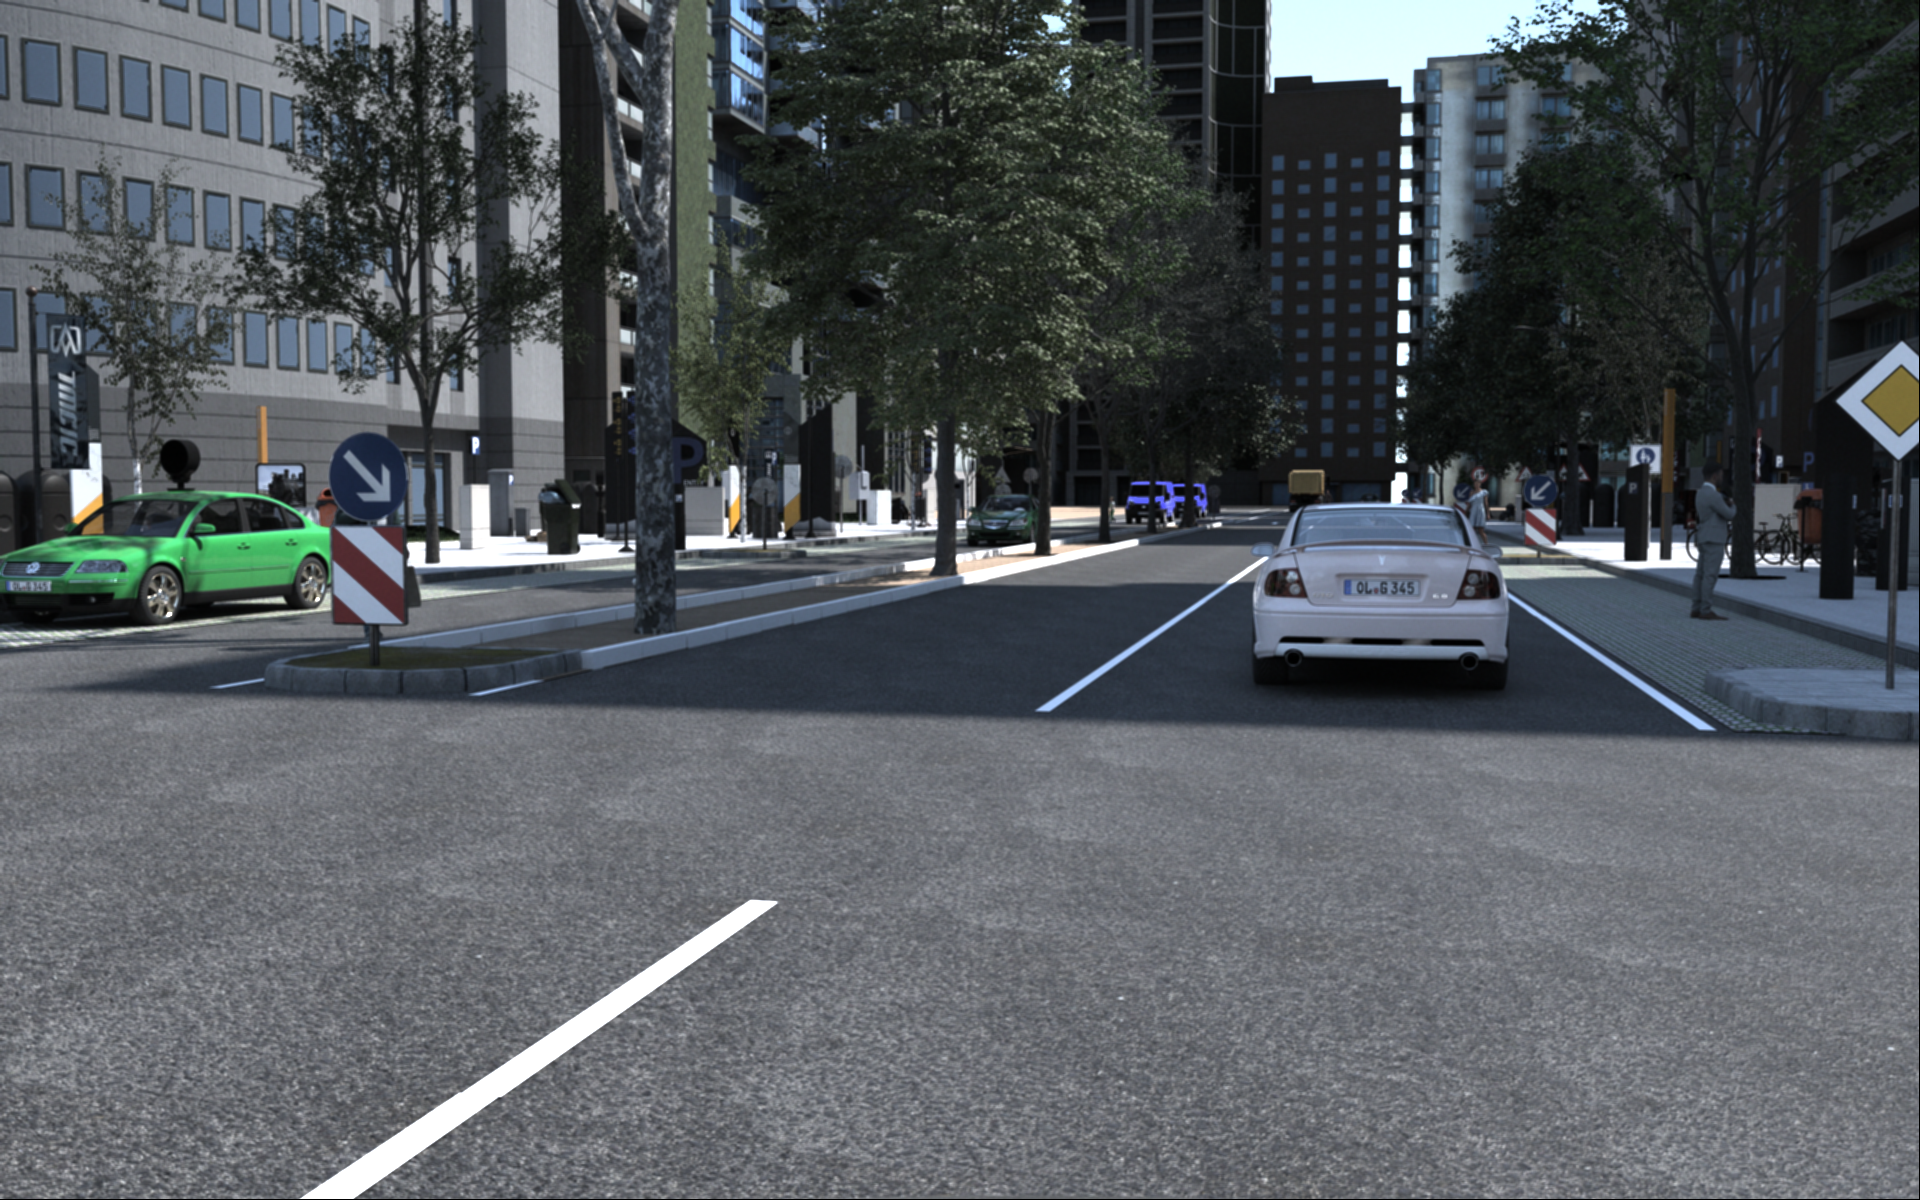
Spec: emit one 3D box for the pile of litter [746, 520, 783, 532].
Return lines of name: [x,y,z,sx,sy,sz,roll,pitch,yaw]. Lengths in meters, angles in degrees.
pile of litter: [-6.688,-2.706,58.211,1.719,0.858,1.176,-2,4,-29]

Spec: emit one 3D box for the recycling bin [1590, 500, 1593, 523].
recycling bin: [27.188,-3.865,75.753,0.722,1.027,0.722,-2,4,-28]

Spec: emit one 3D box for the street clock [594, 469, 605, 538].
street clock: [-10.524,-2.821,50.694,0.358,2.002,0.471,-1,4,-9]

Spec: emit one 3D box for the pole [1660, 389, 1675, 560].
pole: [13.748,-2.435,33.649,0.158,3.312,0.155,0,3,0]

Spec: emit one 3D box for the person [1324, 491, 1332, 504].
person: [34.023,-9.250,160.287,0.990,1.755,0.434,3,4,38]

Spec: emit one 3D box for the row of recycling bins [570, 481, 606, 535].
row of recycling bins: [-12.145,-3.017,56.442,1.069,1.692,3.534,-2,4,-24]

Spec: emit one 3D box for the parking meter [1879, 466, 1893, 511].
parking meter: [19.638,-1.887,36.562,0.399,1.863,0.255,2,4,26]

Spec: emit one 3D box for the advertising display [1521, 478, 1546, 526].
advertising display: [23.302,-3.984,70.350,0.974,1.923,0.123,0,4,-3]

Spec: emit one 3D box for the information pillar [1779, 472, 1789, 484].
information pillar: [26.993,-3.198,56.782,0.304,2.012,0.304,2,4,27]

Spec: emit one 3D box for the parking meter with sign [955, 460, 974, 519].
parking meter with sign: [-0.162,-5.693,89.349,1.738,3.016,0.543,-1,4,-20]

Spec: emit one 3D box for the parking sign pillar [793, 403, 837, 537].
parking sign pillar: [-4.408,-3.872,51.786,1.447,3.967,1.447,1,4,13]

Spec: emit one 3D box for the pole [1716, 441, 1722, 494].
pole: [29.028,-4.431,66.289,0.158,3.312,0.155,0,3,0]

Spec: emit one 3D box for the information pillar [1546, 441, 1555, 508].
information pillar: [20.599,-4.226,60.447,0.183,3.616,0.504,3,5,44]

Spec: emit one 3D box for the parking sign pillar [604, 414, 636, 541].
parking sign pillar: [-9.235,-3.666,48.410,1.447,3.967,1.447,0,4,1]

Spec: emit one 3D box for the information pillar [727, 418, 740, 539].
information pillar: [-6.555,-3.595,50.138,0.183,3.616,0.504,2,4,26]

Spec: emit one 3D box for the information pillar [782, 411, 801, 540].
information pillar: [-4.731,-3.503,48.635,0.504,3.616,0.183,1,4,18]

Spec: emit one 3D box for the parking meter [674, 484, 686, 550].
parking meter: [-6.478,-1.912,39.666,0.372,1.533,0.369,0,3,0]

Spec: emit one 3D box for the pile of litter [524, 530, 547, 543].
pile of litter: [-11.119,-1.989,46.485,1.176,0.858,1.719,0,4,-3]

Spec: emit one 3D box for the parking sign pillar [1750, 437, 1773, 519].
parking sign pillar: [32.193,-5.001,70.238,1.447,3.967,1.447,3,5,43]

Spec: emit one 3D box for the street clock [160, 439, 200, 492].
street clock: [-10.385,-1.134,23.108,0.471,2.002,0.358,1,4,18]

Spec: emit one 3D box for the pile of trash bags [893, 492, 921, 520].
pile of trash bags: [-2.380,-4.656,85.882,1.912,1.369,3.447,1,4,13]

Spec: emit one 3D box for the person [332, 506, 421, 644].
person: [-5.453,-0.476,16.264,0.794,1.824,0.713,-2,4,-35]

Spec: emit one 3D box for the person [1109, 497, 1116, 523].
person: [7.513,-4.442,85.373,0.306,1.304,0.590,3,5,41]

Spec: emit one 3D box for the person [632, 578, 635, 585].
person: [-4.557,-1.002,25.554,0.598,1.740,0.731,-2,4,-31]

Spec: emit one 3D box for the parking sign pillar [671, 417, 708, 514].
parking sign pillar: [-9.338,-4.346,59.522,1.447,3.967,1.447,-1,4,-15]

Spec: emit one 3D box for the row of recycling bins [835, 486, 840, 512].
row of recycling bins: [-6.274,-4.728,84.422,1.069,1.692,3.534,0,4,-2]

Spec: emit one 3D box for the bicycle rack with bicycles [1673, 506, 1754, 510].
bicycle rack with bicycles: [18.456,-1.691,41.031,2.852,0.926,2.925,2,4,29]

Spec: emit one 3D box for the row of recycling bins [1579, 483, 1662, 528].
row of recycling bins: [25.284,-3.642,66.662,3.534,1.692,1.069,1,4,22]

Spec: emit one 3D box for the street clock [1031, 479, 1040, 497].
street clock: [3.625,-4.789,82.871,0.471,2.002,0.358,0,4,7]

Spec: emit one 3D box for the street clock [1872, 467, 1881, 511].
street clock: [24.355,-2.536,46.033,0.358,2.002,0.471,-1,4,-17]

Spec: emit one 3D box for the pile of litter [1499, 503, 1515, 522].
pile of litter: [26.651,-4.235,83.210,1.719,0.858,1.176,-1,4,-9]

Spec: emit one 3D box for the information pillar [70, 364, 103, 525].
information pillar: [-14.143,-2.240,27.984,0.183,3.616,0.504,3,4,39]

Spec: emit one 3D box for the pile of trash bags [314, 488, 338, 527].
pile of trash bags: [-11.247,-1.076,27.352,3.447,1.369,1.912,0,4,-1]

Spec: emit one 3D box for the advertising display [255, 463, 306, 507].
advertising display: [-14.188,-1.896,36.218,0.974,1.923,0.123,-1,4,-14]

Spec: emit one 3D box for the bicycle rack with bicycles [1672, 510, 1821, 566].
bicycle rack with bicycles: [15.275,-1.133,31.902,2.852,0.926,2.925,-1,4,-13]

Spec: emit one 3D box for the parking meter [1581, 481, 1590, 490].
parking meter: [26.609,-4.164,73.786,0.399,1.863,0.255,-1,4,-11]

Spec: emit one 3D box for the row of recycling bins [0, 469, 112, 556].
row of recycling bins: [-15.349,-1.288,28.164,1.069,1.692,3.534,1,4,23]

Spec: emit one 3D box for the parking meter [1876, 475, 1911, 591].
parking meter: [12.443,-0.898,23.095,0.372,1.533,0.369,0,3,0]

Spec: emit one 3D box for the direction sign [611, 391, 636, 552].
direction sign: [-7.384,-2.828,38.242,0.876,3.537,0.379,3,5,42]

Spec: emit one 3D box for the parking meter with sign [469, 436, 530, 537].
parking meter with sign: [-13.882,-3.431,52.362,1.738,3.016,0.543,1,4,9]

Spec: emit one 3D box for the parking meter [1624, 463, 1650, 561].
parking meter: [12.941,-1.678,33.141,0.255,1.863,0.399,-2,4,-29]

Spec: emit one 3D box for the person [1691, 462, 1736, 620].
person: [8.620,-0.677,19.742,0.466,1.800,0.511,-1,4,-9]

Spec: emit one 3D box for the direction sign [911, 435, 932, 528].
direction sign: [-1.484,-4.554,66.452,0.876,3.537,0.379,-2,4,-27]

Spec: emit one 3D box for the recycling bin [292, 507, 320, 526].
recycling bin: [-12.531,-1.249,32.974,0.722,1.027,0.722,2,4,34]

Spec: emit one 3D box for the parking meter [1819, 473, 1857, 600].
parking meter: [10.740,-0.781,21.183,0.372,1.533,0.369,0,3,0]

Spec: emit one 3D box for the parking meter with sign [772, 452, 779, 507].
parking meter with sign: [-6.861,-4.607,71.581,1.738,3.016,0.543,-2,4,-30]

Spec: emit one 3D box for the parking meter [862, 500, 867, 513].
parking meter: [-4.860,-5.139,89.735,0.255,1.863,0.399,2,4,30]

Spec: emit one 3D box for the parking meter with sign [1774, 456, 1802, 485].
parking meter with sign: [37.407,-4.978,77.655,0.543,3.016,1.738,-2,4,-30]

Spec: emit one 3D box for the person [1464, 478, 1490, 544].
person: [12.423,-2.021,41.634,0.778,1.811,0.616,-3,5,-44]

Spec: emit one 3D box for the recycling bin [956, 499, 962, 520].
recycling bin: [-0.310,-4.455,85.389,0.722,1.027,0.722,1,4,8]

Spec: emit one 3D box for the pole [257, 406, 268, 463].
pole: [-16.243,-2.846,40.371,0.158,3.312,0.155,0,3,0]

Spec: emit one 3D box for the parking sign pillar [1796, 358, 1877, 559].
parking sign pillar: [17.512,-2.819,34.559,1.447,3.967,1.447,-1,4,-11]

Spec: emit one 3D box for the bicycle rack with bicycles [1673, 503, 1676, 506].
bicycle rack with bicycles: [28.484,-3.514,70.829,2.925,0.926,2.852,3,5,44]
